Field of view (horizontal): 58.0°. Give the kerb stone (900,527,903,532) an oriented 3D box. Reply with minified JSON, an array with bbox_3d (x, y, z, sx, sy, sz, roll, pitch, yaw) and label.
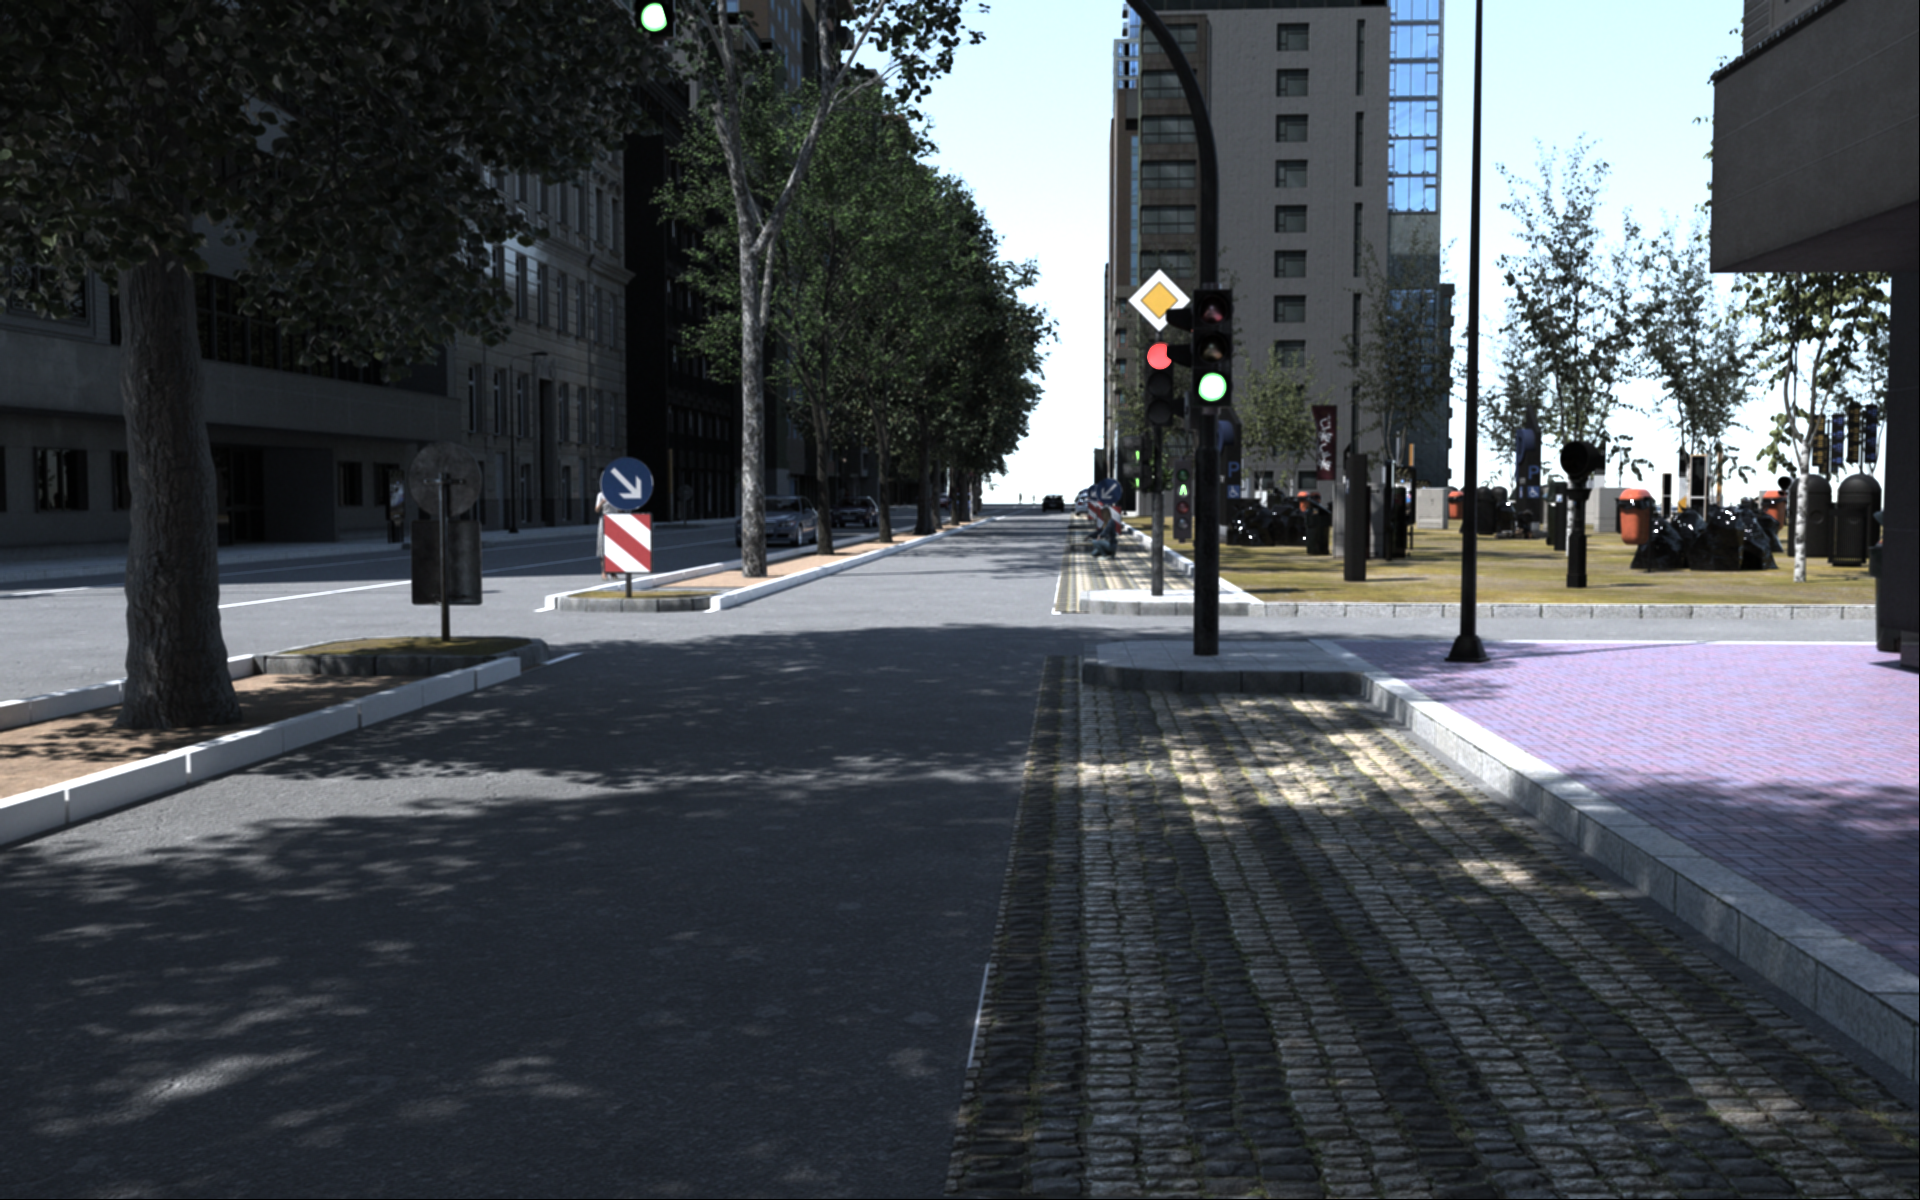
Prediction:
[{"bbox_3d":[-2.315,-2.558,64.033,0.120,0.150,1.000,0,4,4],"label":"kerb stone"}]

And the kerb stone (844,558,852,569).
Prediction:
[{"bbox_3d":[-2.245,-0.671,33.169,0.120,0.150,1.000,0,4,4],"label":"kerb stone"}]

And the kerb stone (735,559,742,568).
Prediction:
[{"bbox_3d":[-4.343,-0.680,33.364,0.120,0.150,1.000,0,4,4],"label":"kerb stone"}]

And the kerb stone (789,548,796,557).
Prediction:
[{"bbox_3d":[-3.933,-1.058,39.494,0.120,0.150,1.000,0,4,4],"label":"kerb stone"}]

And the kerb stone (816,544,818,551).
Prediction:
[{"bbox_3d":[-3.664,-1.308,43.589,0.120,0.150,1.000,0,4,4],"label":"kerb stone"}]

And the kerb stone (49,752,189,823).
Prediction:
[{"bbox_3d":[-3.909,0.867,8.049,0.120,0.150,1.000,0,4,4],"label":"kerb stone"}]

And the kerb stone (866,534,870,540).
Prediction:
[{"bbox_3d":[-2.985,-1.934,53.823,0.120,0.150,1.000,0,4,4],"label":"kerb stone"}]

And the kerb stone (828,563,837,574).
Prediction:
[{"bbox_3d":[-2.385,-0.543,31.118,0.120,0.150,1.000,0,4,4],"label":"kerb stone"}]

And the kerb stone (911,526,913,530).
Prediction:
[{"bbox_3d":[-2.046,-2.808,68.112,0.120,0.150,1.000,0,4,4],"label":"kerb stone"}]

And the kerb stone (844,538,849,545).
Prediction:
[{"bbox_3d":[-3.322,-1.622,48.712,0.120,0.150,1.000,0,4,4],"label":"kerb stone"}]

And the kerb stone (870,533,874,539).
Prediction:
[{"bbox_3d":[-2.920,-1.994,54.846,0.120,0.150,1.000,0,4,4],"label":"kerb stone"}]

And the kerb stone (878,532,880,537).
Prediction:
[{"bbox_3d":[-2.781,-2.122,56.885,0.120,0.150,1.000,0,4,4],"label":"kerb stone"}]

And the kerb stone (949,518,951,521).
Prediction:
[{"bbox_3d":[-0.702,-4.057,88.545,0.120,0.150,1.000,0,4,4],"label":"kerb stone"}]

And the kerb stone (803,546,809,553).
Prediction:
[{"bbox_3d":[-3.809,-1.180,41.544,0.120,0.150,1.000,0,4,4],"label":"kerb stone"}]

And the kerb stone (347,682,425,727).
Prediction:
[{"bbox_3d":[-3.703,0.676,11.138,0.120,0.150,1.000,0,4,4],"label":"kerb stone"}]

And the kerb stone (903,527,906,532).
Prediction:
[{"bbox_3d":[-2.241,-2.620,65.052,0.120,0.150,1.000,0,4,4],"label":"kerb stone"}]

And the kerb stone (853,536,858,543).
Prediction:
[{"bbox_3d":[-3.186,-1.744,50.757,0.120,0.150,1.000,0,4,4],"label":"kerb stone"}]

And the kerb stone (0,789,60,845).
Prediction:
[{"bbox_3d":[-3.980,0.928,7.029,0.120,0.150,1.000,0,4,4],"label":"kerb stone"}]

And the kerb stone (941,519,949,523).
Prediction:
[{"bbox_3d":[-0.763,-3.996,87.522,0.120,0.150,1.000,0,4,4],"label":"kerb stone"}]

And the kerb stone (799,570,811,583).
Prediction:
[{"bbox_3d":[-2.588,-0.358,28.050,0.120,0.150,1.000,0,4,4],"label":"kerb stone"}]

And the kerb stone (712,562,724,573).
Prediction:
[{"bbox_3d":[-4.477,-0.555,31.321,0.120,0.150,1.000,0,4,4],"label":"kerb stone"}]

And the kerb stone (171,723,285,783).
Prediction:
[{"bbox_3d":[-3.841,0.802,9.089,0.120,0.150,1.000,0,4,4],"label":"kerb stone"}]

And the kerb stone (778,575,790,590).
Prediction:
[{"bbox_3d":[-2.726,-0.233,26.005,0.120,0.150,1.000,0,4,4],"label":"kerb stone"}]

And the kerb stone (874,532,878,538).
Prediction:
[{"bbox_3d":[-2.857,-2.059,55.866,0.120,0.150,1.000,0,4,4],"label":"kerb stone"}]

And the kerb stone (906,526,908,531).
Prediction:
[{"bbox_3d":[-2.179,-2.684,66.072,0.120,0.150,1.000,0,4,4],"label":"kerb stone"}]

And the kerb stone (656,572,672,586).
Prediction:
[{"bbox_3d":[-4.743,-0.305,27.237,0.120,0.150,1.000,0,4,4],"label":"kerb stone"}]

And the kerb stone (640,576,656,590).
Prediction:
[{"bbox_3d":[-4.813,-0.246,26.214,0.120,0.150,1.000,0,4,4],"label":"kerb stone"}]

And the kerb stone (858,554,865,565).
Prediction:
[{"bbox_3d":[-2.114,-0.793,35.219,0.120,0.150,1.000,0,4,4],"label":"kerb stone"}]

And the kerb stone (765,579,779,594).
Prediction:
[{"bbox_3d":[-2.794,-0.171,24.985,0.120,0.150,1.000,0,4,4],"label":"kerb stone"}]

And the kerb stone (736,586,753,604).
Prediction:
[{"bbox_3d":[-2.925,-0.045,22.938,0.120,0.150,1.000,0,4,4],"label":"kerb stone"}]

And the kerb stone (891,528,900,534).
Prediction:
[{"bbox_3d":[-2.381,-2.496,63.013,0.120,0.150,1.000,0,4,4],"label":"kerb stone"}]

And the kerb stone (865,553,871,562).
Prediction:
[{"bbox_3d":[-2.043,-0.859,36.238,0.120,0.150,1.000,0,4,4],"label":"kerb stone"}]

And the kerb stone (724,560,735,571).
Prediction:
[{"bbox_3d":[-4.408,-0.621,32.344,0.120,0.150,1.000,0,4,4],"label":"kerb stone"}]

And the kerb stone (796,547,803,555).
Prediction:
[{"bbox_3d":[-3.873,-1.121,40.524,0.120,0.150,1.000,0,4,4],"label":"kerb stone"}]

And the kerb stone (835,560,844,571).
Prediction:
[{"bbox_3d":[-2.324,-0.606,32.149,0.120,0.150,1.000,0,4,4],"label":"kerb stone"}]

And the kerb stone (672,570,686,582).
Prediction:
[{"bbox_3d":[-4.684,-0.368,28.258,0.120,0.150,1.000,0,4,4],"label":"kerb stone"}]

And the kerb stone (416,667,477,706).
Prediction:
[{"bbox_3d":[-3.643,0.613,12.168,0.120,0.150,1.000,0,4,4],"label":"kerb stone"}]

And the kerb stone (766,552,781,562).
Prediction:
[{"bbox_3d":[-4.071,-0.928,37.447,0.120,0.150,1.000,0,4,4],"label":"kerb stone"}]

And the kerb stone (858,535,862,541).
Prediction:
[{"bbox_3d":[-3.125,-1.809,51.778,0.120,0.150,1.000,0,4,4],"label":"kerb stone"}]

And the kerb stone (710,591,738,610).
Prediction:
[{"bbox_3d":[-2.994,0.017,21.910,0.120,0.150,1.000,0,4,4],"label":"kerb stone"}]

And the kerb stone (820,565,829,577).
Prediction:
[{"bbox_3d":[-2.452,-0.483,30.098,0.120,0.150,1.000,0,4,4],"label":"kerb stone"}]

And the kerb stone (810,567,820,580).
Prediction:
[{"bbox_3d":[-2.525,-0.419,29.078,0.120,0.150,1.000,0,4,4],"label":"kerb stone"}]

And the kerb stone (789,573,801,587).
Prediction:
[{"bbox_3d":[-2.660,-0.296,27.030,0.120,0.150,1.000,0,4,4],"label":"kerb stone"}]

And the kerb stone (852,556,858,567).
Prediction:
[{"bbox_3d":[-2.182,-0.734,34.199,0.120,0.150,1.000,0,4,4],"label":"kerb stone"}]

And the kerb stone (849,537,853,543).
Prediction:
[{"bbox_3d":[-3.259,-1.684,49.733,0.120,0.150,1.000,0,4,4],"label":"kerb stone"}]

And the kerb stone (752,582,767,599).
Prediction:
[{"bbox_3d":[-2.857,-0.108,23.958,0.120,0.150,1.000,0,4,4],"label":"kerb stone"}]

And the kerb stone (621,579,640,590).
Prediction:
[{"bbox_3d":[-4.877,-0.183,25.193,0.120,0.150,1.000,0,4,4],"label":"kerb stone"}]

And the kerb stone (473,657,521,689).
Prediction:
[{"bbox_3d":[-3.565,0.558,13.188,0.120,0.150,1.000,0,4,4],"label":"kerb stone"}]

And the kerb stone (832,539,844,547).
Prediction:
[{"bbox_3d":[-3.394,-1.559,47.690,0.120,0.150,1.000,0,4,4],"label":"kerb stone"}]

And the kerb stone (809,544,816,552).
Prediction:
[{"bbox_3d":[-3.733,-1.246,42.563,0.120,0.150,1.000,0,4,4],"label":"kerb stone"}]

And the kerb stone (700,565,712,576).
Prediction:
[{"bbox_3d":[-4.544,-0.496,30.301,0.120,0.150,1.000,0,4,4],"label":"kerb stone"}]

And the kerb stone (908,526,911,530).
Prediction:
[{"bbox_3d":[-2.108,-2.746,67.092,0.120,0.150,1.000,0,4,4],"label":"kerb stone"}]

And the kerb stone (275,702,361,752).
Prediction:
[{"bbox_3d":[-3.781,0.746,10.117,0.120,0.150,1.000,0,4,4],"label":"kerb stone"}]

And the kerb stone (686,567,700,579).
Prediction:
[{"bbox_3d":[-4.610,-0.433,29.281,0.120,0.150,1.000,0,4,4],"label":"kerb stone"}]

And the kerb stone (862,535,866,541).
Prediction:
[{"bbox_3d":[-3.052,-1.872,52.797,0.120,0.150,1.000,0,4,4],"label":"kerb stone"}]

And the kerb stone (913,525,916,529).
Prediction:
[{"bbox_3d":[-1.977,-2.871,69.138,0.120,0.150,1.000,0,4,4],"label":"kerb stone"}]

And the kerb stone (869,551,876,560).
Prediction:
[{"bbox_3d":[-1.980,-0.921,37.258,0.120,0.150,1.000,0,4,4],"label":"kerb stone"}]

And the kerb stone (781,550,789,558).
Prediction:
[{"bbox_3d":[-3.998,-0.987,38.471,0.120,0.150,1.000,0,4,4],"label":"kerb stone"}]
